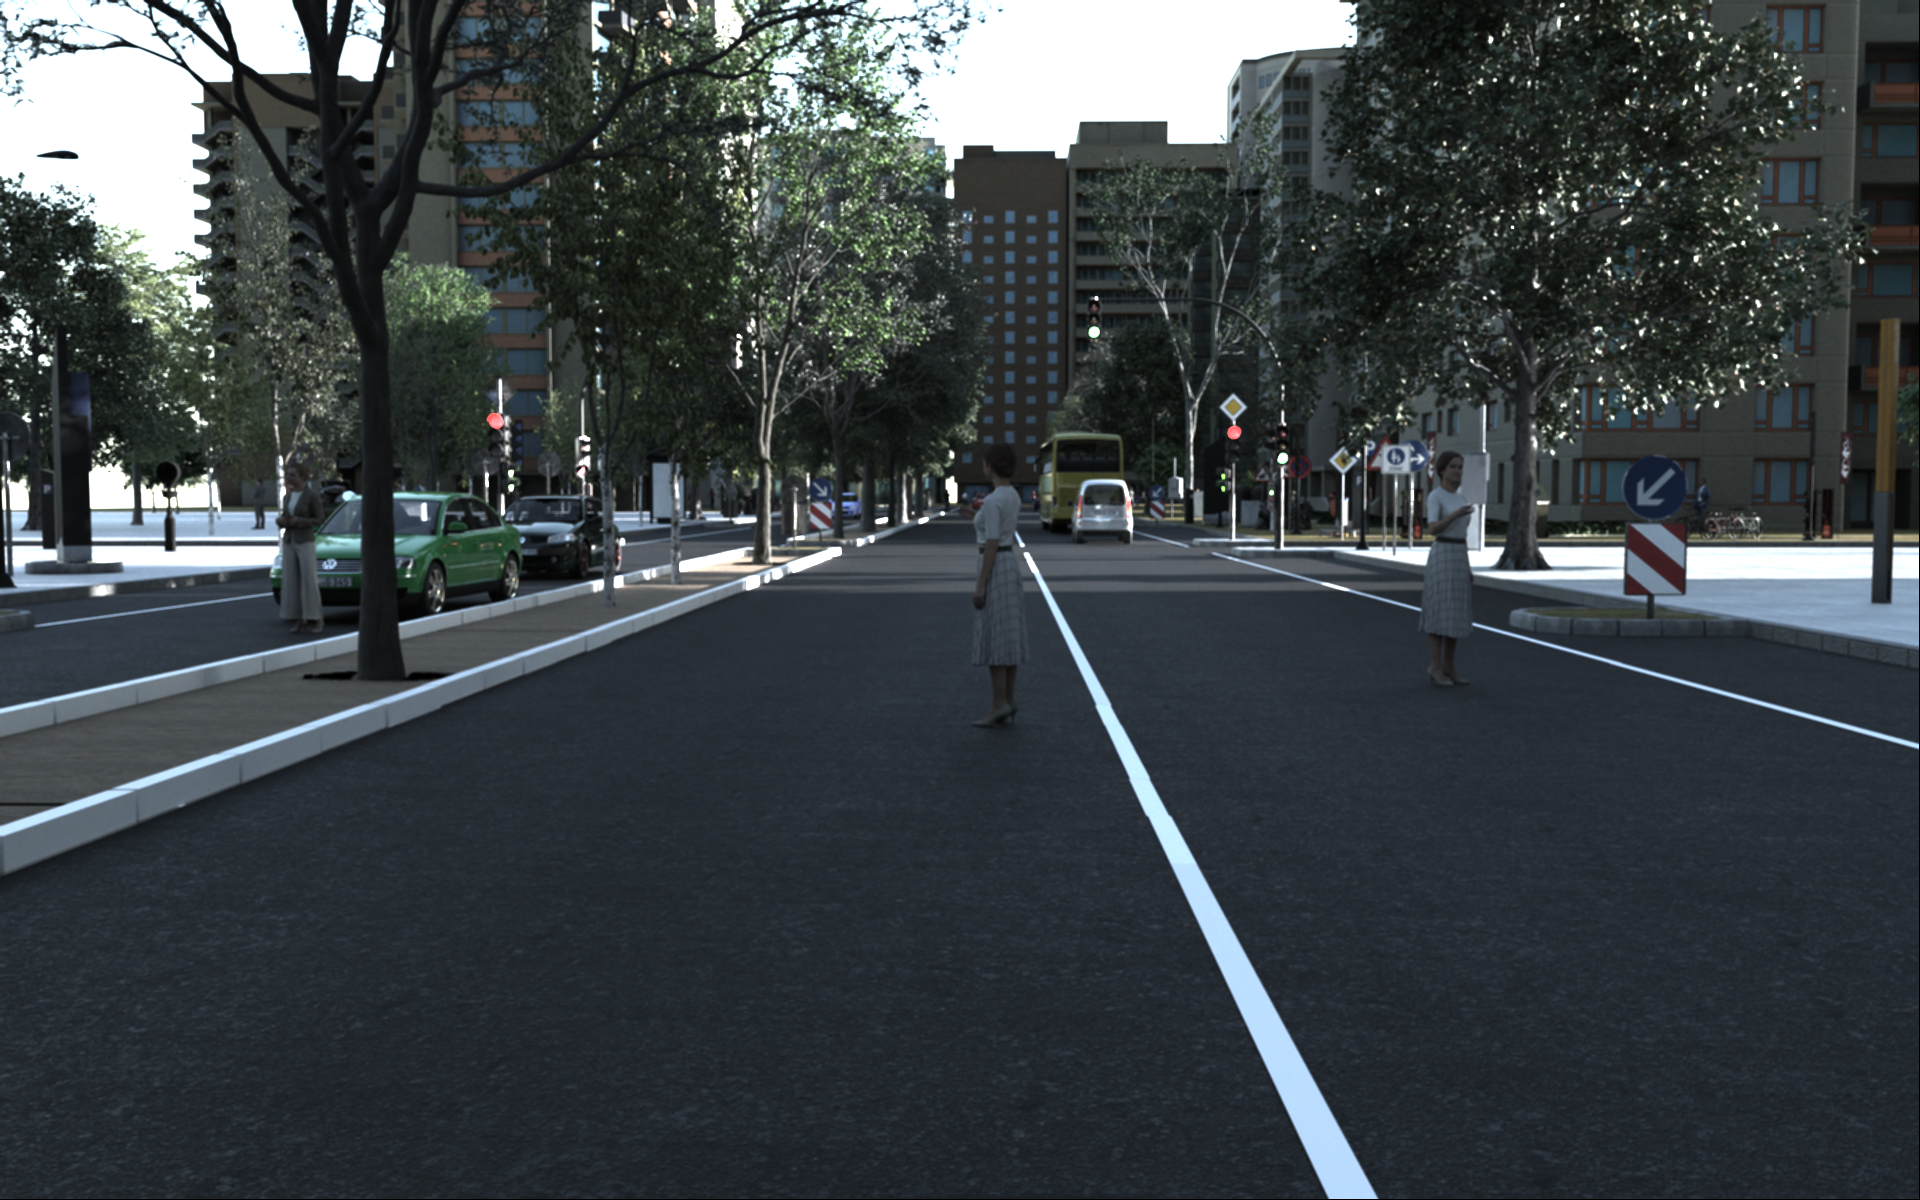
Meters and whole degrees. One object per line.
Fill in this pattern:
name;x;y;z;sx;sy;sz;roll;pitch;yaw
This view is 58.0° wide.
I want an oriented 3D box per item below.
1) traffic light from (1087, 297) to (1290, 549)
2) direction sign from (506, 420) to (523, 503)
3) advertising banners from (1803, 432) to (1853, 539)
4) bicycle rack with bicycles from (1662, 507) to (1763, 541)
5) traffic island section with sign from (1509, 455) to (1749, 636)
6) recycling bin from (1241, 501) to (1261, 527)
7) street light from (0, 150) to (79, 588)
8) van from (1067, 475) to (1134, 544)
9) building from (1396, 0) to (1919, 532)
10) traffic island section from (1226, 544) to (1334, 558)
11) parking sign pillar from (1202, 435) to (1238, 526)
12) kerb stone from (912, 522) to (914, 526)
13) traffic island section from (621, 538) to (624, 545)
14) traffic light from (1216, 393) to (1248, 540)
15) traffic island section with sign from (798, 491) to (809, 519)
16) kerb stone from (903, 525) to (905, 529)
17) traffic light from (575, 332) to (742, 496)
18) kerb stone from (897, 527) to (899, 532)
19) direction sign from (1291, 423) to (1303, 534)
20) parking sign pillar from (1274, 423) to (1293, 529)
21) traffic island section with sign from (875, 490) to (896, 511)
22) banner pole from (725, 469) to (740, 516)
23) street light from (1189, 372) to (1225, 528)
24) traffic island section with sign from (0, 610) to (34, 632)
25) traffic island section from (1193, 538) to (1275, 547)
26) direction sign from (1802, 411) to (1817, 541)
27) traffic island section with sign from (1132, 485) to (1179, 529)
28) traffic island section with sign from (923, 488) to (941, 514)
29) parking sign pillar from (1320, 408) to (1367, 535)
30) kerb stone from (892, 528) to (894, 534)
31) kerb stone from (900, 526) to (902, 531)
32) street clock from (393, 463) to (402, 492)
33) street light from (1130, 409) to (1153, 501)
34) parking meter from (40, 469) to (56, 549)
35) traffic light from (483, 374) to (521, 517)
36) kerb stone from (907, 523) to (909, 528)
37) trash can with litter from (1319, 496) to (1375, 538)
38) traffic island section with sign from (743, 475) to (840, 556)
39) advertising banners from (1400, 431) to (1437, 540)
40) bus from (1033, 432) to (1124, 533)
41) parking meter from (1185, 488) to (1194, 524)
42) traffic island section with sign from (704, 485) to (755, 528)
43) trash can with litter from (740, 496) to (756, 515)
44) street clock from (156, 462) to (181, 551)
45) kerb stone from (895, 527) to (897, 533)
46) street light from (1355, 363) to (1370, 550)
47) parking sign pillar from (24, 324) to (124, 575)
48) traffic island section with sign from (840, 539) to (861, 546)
traffic light;5.305;-4.004;40.139;4.771;5.953;1.251;0;4;1
direction sign;-13.687;-3.742;53.176;0.876;3.537;0.379;3;5;39
advertising banners;24.938;-3.277;49.762;0.090;3.025;2.074;0;4;-8
bicycle rack with bicycles;21.476;-2.184;49.088;2.925;0.926;2.852;-1;4;-15
traffic island section with sign;6.992;-0.600;18.433;1.989;1.847;2.006;0;4;1
recycling bin;11.319;-3.353;67.378;0.722;1.027;0.722;1;4;12
street light;-12.589;-3.119;23.541;1.470;5.913;1.316;0;4;1
van;4.197;-2.719;51.467;2.013;2.044;4.112;0;4;2
building;35.738;-13.848;71.460;28.899;21.520;27.650;0;4;1
traffic island section;7.438;-1.105;40.350;2.009;0.180;2.903;0;4;1
parking sign pillar;10.587;-5.017;70.499;1.447;3.967;1.447;1;4;12
kerb stone;-2.209;-3.244;75.233;0.120;0.150;1.000;0;4;1
traffic island section;-10.632;-1.617;48.719;2.009;0.180;2.903;0;4;1
traffic light;7.566;-3.627;48.220;0.839;4.253;0.868;0;4;1
traffic island section with sign;-9.186;-5.713;102.033;1.989;1.847;2.006;0;4;1
kerb stone;-2.359;-2.801;68.059;0.120;0.150;1.000;0;4;1
traffic light;-8.499;-4.520;48.575;4.771;5.953;1.251;0;4;1
kerb stone;-2.444;-2.548;63.955;0.120;0.150;1.000;0;4;1
direction sign;10.792;-3.880;55.430;0.379;3.537;0.876;1;4;18
parking sign pillar;12.148;-4.685;65.072;1.447;3.967;1.447;1;4;22
traffic island section with sign;-7.593;-10.391;178.517;1.989;1.847;2.006;0;4;1
banner pole;-13.478;-6.879;102.482;0.863;3.779;0.401;0;4;-7
street light;9.406;-5.721;66.084;1.470;5.913;1.316;0;4;1
traffic island section with sign;-10.939;-0.580;18.107;1.989;1.847;2.006;0;4;1
traffic island section;7.606;-1.593;48.334;2.009;0.180;2.903;0;4;1
direction sign;23.514;-3.414;47.819;0.379;3.537;0.876;1;4;20
traffic island section with sign;8.118;-3.933;72.927;1.989;1.847;2.006;0;4;1
traffic island section with sign;-2.251;-7.047;123.355;2.006;1.907;1.989;0;4;1
parking sign pillar;12.034;-4.024;54.264;1.447;3.967;1.447;0;4;8
kerb stone;-2.510;-2.366;60.873;0.120;0.150;1.000;0;4;1
kerb stone;-2.409;-2.679;66.004;0.120;0.150;1.000;0;4;1
street clock;-13.318;-2.222;40.902;0.358;2.002;0.471;-2;4;-25
street light;9.989;-7.475;94.756;1.470;5.913;1.316;0;4;1
parking meter;-21.310;-2.136;40.642;0.399;1.863;0.255;0;4;7
traffic light;-10.759;-3.161;40.600;0.839;4.253;0.868;0;4;1
kerb stone;-2.301;-2.991;71.128;0.120;0.150;1.000;0;4;1
trash can with litter;11.652;-2.502;51.960;1.678;1.210;2.233;1;4;17
traffic island section with sign;-3.978;-1.999;40.827;2.006;1.907;1.989;0;4;1
advertising banners;12.982;-3.233;49.045;0.090;3.025;2.074;-1;4;-11
bus;4.540;-4.637;67.355;2.896;3.916;12.252;0;3;0
parking meter;10.008;-4.105;75.530;0.372;1.533;0.369;0;3;0
traffic island section with sign;-9.773;-3.980;73.703;1.989;1.847;2.006;0;4;1
trash can with litter;-12.830;-5.730;105.065;0.624;1.170;1.055;2;4;27
street clock;-17.744;-2.098;38.868;0.471;2.002;0.358;0;4;-4
kerb stone;-2.476;-2.485;62.925;0.120;0.150;1.000;0;4;1
street light;8.779;-4.122;39.942;1.470;5.913;1.316;0;4;1
parking sign pillar;-14.476;-2.430;28.199;1.447;3.967;1.447;-2;4;-32
traffic island section with sign;-3.814;-2.452;48.232;2.006;1.907;1.989;0;4;1
